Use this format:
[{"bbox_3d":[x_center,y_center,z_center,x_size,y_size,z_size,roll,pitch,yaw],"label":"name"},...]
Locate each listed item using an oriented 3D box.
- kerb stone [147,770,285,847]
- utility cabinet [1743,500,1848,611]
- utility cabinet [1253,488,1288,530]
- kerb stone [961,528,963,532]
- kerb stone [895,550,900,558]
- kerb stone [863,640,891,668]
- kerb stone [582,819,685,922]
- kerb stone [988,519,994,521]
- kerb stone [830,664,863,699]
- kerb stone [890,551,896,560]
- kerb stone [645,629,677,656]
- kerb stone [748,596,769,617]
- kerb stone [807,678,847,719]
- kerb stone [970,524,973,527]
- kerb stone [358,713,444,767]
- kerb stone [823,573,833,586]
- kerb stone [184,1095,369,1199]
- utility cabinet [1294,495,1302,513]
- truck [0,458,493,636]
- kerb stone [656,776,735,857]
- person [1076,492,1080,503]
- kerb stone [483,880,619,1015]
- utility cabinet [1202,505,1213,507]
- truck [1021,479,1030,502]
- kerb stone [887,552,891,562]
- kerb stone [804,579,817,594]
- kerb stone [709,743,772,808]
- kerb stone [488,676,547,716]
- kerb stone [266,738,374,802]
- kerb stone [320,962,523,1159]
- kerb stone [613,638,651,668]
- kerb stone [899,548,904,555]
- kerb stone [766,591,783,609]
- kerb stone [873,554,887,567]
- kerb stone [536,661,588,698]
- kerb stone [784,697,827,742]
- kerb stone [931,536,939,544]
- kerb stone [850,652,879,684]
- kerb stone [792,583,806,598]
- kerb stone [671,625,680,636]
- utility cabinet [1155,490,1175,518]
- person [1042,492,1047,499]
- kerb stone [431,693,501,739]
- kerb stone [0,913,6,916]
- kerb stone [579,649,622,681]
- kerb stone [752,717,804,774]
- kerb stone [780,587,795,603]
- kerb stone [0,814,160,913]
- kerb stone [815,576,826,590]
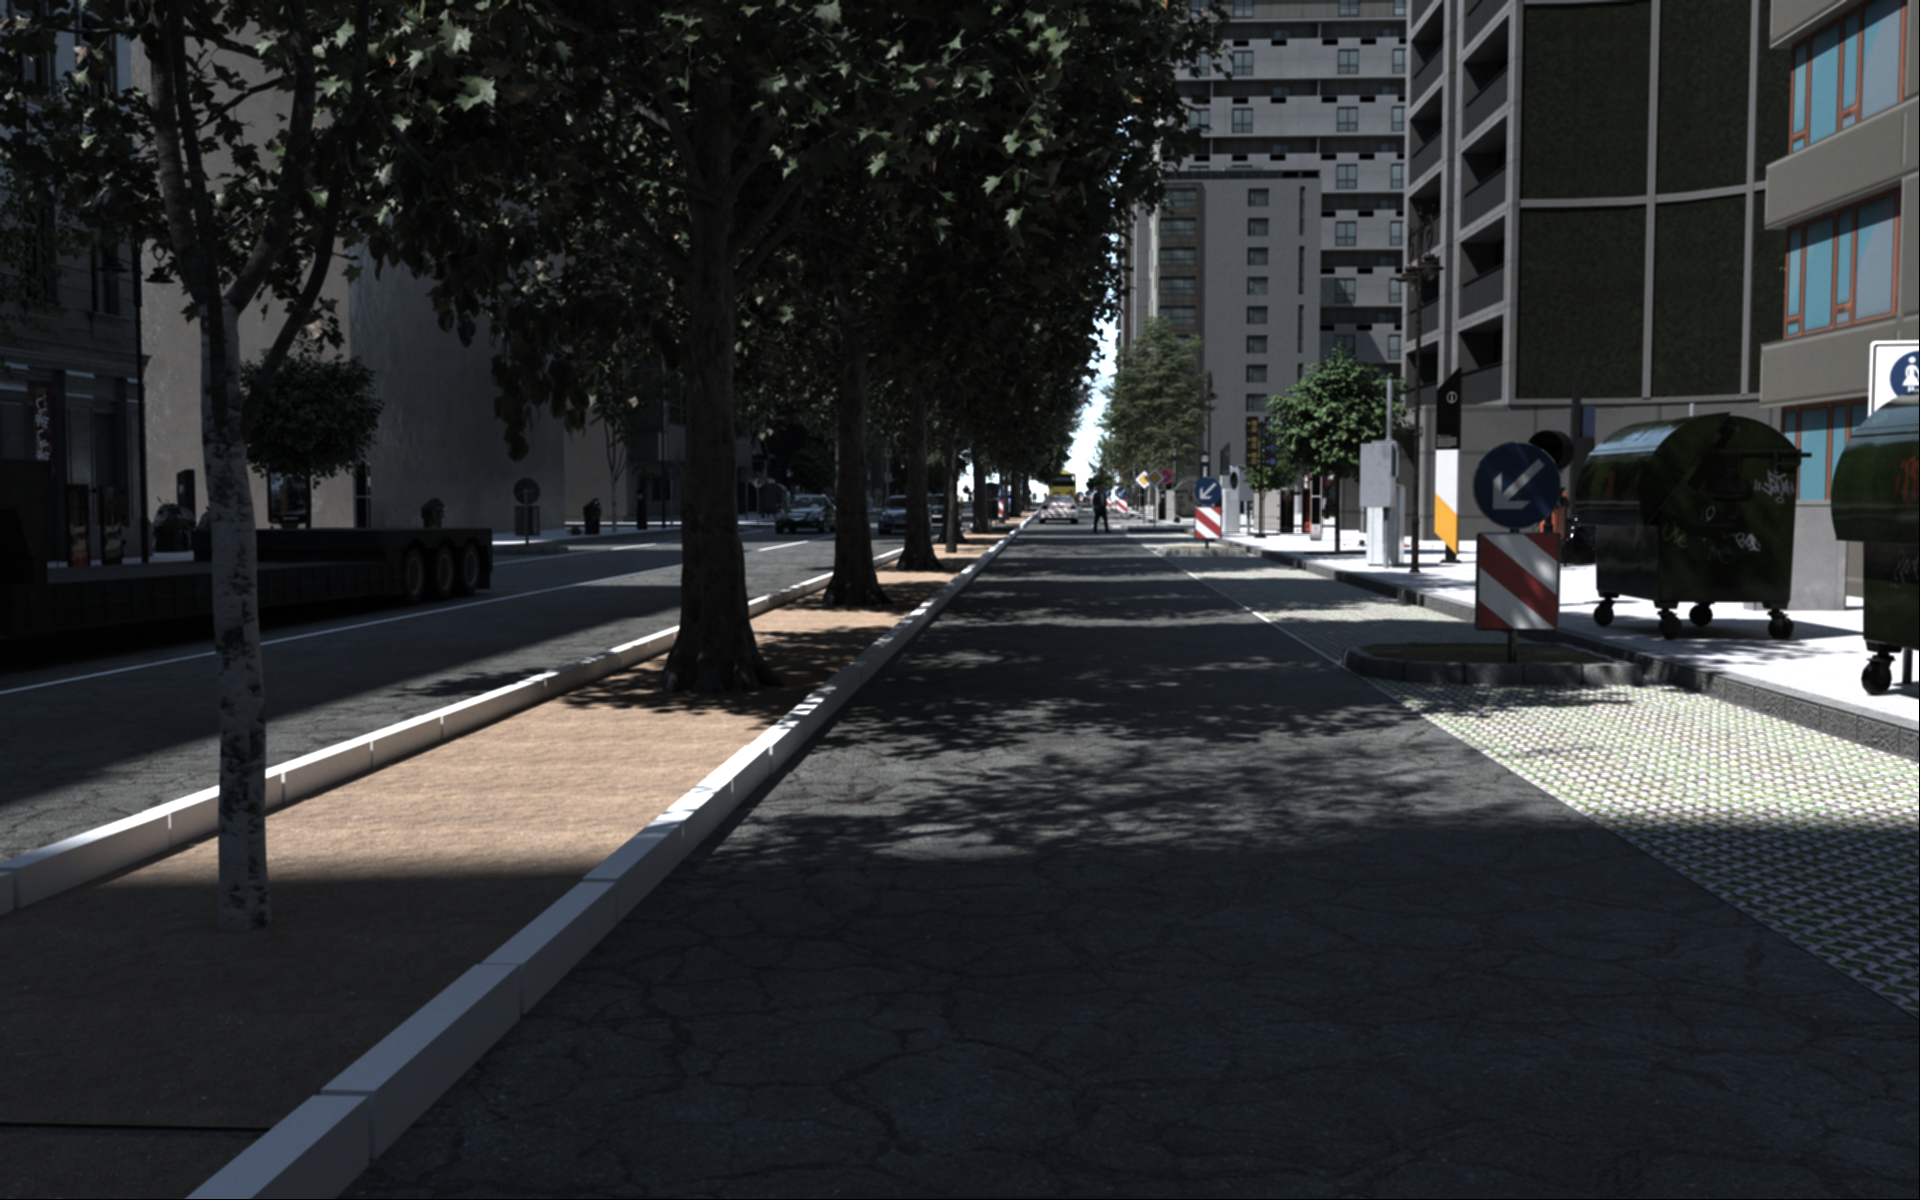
[{"bbox_3d":[-3.211,0.900,7.479,0.120,0.150,1.000,0,4,3],"label":"kerb stone"},{"bbox_3d":[9.226,-0.487,19.127,1.020,1.237,0.306,0,4,-1],"label":"utility cabinet"},{"bbox_3d":[10.937,-3.201,61.011,1.173,1.500,0.318,1,4,11],"label":"utility cabinet"},{"bbox_3d":[0.033,-2.604,64.808,0.120,0.150,1.000,0,4,3],"label":"kerb stone"},{"bbox_3d":[-1.480,-0.978,38.178,0.120,0.150,1.000,0,4,3],"label":"kerb stone"},{"bbox_3d":[-0.709,0.473,14.465,0.120,0.150,1.000,0,4,3],"label":"kerb stone"},{"bbox_3d":[-1.174,0.973,6.281,0.120,0.150,1.000,0,4,3],"label":"kerb stone"},{"bbox_3d":[1.793,-4.514,95.999,0.120,0.150,1.000,0,4,3],"label":"kerb stone"},{"bbox_3d":[-0.829,0.598,12.419,0.120,0.150,1.000,0,4,3],"label":"kerb stone"},{"bbox_3d":[-1.532,-0.915,37.152,0.120,0.150,1.000,0,4,3],"label":"kerb stone"},{"bbox_3d":[-2.750,0.400,15.648,0.120,0.150,1.000,0,4,3],"label":"kerb stone"},{"bbox_3d":[-2.460,0.086,20.783,0.120,0.150,1.000,0,4,3],"label":"kerb stone"},{"bbox_3d":[-0.884,0.661,11.394,0.120,0.150,1.000,0,4,3],"label":"kerb stone"},{"bbox_3d":[0.640,-3.262,75.544,0.120,0.150,1.000,0,4,3],"label":"kerb stone"},{"bbox_3d":[-3.090,0.776,9.521,0.120,0.150,1.000,0,4,3],"label":"kerb stone"},{"bbox_3d":[-2.120,-0.287,26.913,0.120,0.150,1.000,0,4,3],"label":"kerb stone"},{"bbox_3d":[-1.348,1.162,3.197,0.120,0.150,1.000,0,4,3],"label":"kerb stone"},{"bbox_3d":[22.963,-6.537,118.034,0.306,1.237,1.020,-1,4,-17],"label":"utility cabinet"},{"bbox_3d":[-8.572,-1.587,15.698,2.967,4.110,18.799,0,4,4],"label":"truck"},{"bbox_3d":[-1.115,0.911,7.305,0.120,0.150,1.000,0,4,3],"label":"kerb stone"},{"bbox_3d":[17.966,-15.574,263.796,0.551,1.740,0.621,-1,4,-14],"label":"person"},{"bbox_3d":[-1.230,1.043,5.260,0.120,0.150,1.000,0,4,3],"label":"kerb stone"},{"bbox_3d":[11.713,-4.402,83.133,1.020,1.237,0.306,-3,5,-41],"label":"utility cabinet"},{"bbox_3d":[9.942,-17.892,282.291,2.967,4.110,18.799,0,4,3],"label":"truck"},{"bbox_3d":[-1.592,-0.852,36.127,0.120,0.150,1.000,0,4,3],"label":"kerb stone"},{"bbox_3d":[-2.223,-0.164,24.870,0.120,0.150,1.000,0,4,3],"label":"kerb stone"},{"bbox_3d":[-1.059,0.848,8.333,0.120,0.150,1.000,0,4,3],"label":"kerb stone"},{"bbox_3d":[-2.979,0.654,11.563,0.120,0.150,1.000,0,4,3],"label":"kerb stone"},{"bbox_3d":[-3.148,0.838,8.499,0.120,0.150,1.000,0,4,3],"label":"kerb stone"},{"bbox_3d":[-1.289,1.099,4.228,0.120,0.150,1.000,0,4,3],"label":"kerb stone"},{"bbox_3d":[-2.804,0.463,14.625,0.120,0.150,1.000,0,4,3],"label":"kerb stone"},{"bbox_3d":[-1.422,-1.040,39.203,0.120,0.150,1.000,0,4,3],"label":"kerb stone"},{"bbox_3d":[-2.400,0.024,21.804,0.120,0.150,1.000,0,4,3],"label":"kerb stone"},{"bbox_3d":[-1.641,-0.790,35.106,0.120,0.150,1.000,0,4,3],"label":"kerb stone"},{"bbox_3d":[-2.917,0.588,12.583,0.120,0.150,1.000,0,4,3],"label":"kerb stone"},{"bbox_3d":[-0.938,0.728,10.374,0.120,0.150,1.000,0,4,3],"label":"kerb stone"},{"bbox_3d":[-0.727,-1.792,51.499,0.120,0.150,1.000,0,4,3],"label":"kerb stone"},{"bbox_3d":[-0.764,0.541,13.440,0.120,0.150,1.000,0,4,3],"label":"kerb stone"},{"bbox_3d":[-2.287,-0.101,23.850,0.120,0.150,1.000,0,4,3],"label":"kerb stone"},{"bbox_3d":[-2.692,0.338,16.676,0.120,0.150,1.000,0,4,3],"label":"kerb stone"},{"bbox_3d":[10.827,-5.044,91.141,1.173,1.500,0.318,1,4,11],"label":"utility cabinet"},{"bbox_3d":[13.215,-15.850,267.658,1.348,1.822,0.705,-1,4,-11],"label":"person"},{"bbox_3d":[-3.028,0.714,10.542,0.120,0.150,1.000,0,4,3],"label":"kerb stone"},{"bbox_3d":[-3.322,1.035,5.420,0.120,0.150,1.000,0,4,3],"label":"kerb stone"},{"bbox_3d":[-2.862,0.525,13.604,0.120,0.150,1.000,0,4,3],"label":"kerb stone"},{"bbox_3d":[-0.990,0.787,9.353,0.120,0.150,1.000,0,4,3],"label":"kerb stone"},{"bbox_3d":[-2.343,-0.039,22.828,0.120,0.150,1.000,0,4,3],"label":"kerb stone"},{"bbox_3d":[-3.260,0.963,6.451,0.120,0.150,1.000,0,4,3],"label":"kerb stone"},{"bbox_3d":[-2.171,-0.226,25.892,0.120,0.150,1.000,0,4,3],"label":"kerb stone"}]
